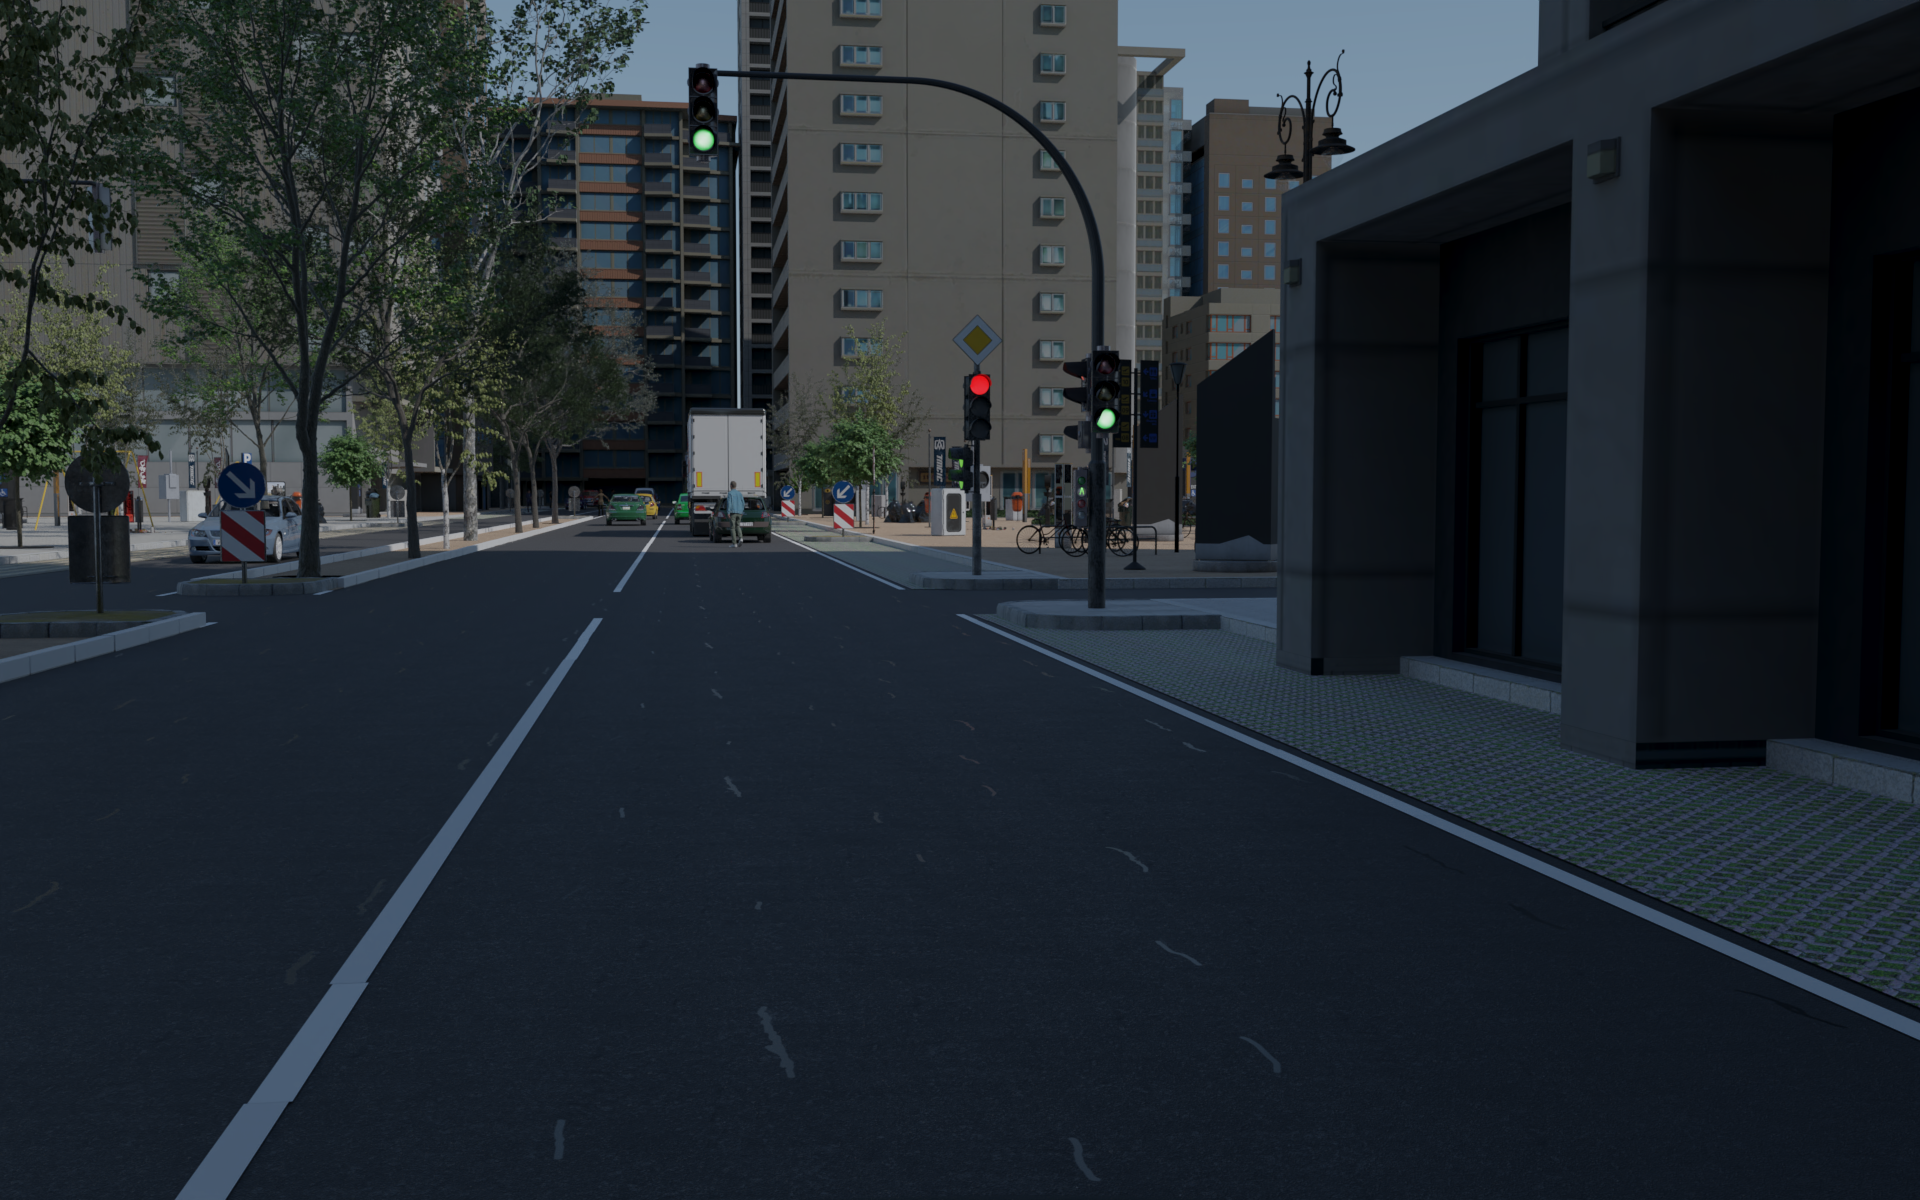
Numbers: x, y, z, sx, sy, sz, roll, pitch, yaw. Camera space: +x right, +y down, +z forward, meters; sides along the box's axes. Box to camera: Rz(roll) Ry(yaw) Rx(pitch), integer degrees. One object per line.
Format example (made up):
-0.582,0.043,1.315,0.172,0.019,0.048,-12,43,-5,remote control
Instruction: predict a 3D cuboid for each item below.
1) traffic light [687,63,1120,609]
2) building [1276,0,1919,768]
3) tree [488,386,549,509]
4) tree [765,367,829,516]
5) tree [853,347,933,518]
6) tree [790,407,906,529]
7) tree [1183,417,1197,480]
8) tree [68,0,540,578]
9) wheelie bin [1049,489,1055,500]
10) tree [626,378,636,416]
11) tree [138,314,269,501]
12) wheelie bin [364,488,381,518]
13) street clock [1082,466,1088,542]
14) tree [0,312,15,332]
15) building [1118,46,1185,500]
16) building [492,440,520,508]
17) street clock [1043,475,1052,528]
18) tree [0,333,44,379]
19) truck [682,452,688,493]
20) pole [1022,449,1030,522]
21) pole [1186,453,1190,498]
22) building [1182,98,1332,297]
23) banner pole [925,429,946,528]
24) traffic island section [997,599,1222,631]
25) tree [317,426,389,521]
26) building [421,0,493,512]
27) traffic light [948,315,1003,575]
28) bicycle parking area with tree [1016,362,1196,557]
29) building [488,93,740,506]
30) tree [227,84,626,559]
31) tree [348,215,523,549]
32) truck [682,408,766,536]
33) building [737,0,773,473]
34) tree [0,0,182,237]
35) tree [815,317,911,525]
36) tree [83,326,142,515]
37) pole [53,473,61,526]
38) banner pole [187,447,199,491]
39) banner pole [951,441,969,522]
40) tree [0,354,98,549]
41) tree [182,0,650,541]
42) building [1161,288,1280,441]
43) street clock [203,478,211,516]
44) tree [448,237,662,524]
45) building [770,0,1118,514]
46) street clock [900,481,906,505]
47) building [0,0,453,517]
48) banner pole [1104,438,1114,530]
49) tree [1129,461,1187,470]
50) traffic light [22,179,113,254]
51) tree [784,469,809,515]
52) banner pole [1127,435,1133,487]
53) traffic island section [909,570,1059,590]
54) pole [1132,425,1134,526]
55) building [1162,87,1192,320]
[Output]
-0.544,-2.707,18.935,4.771,5.953,1.251,-1,4,-9,traffic light
14.317,-34.579,3.622,20.563,71.187,20.611,-1,4,-9,building
-38.941,-14.011,147.209,7.486,12.596,7.792,0,3,0,tree
-9.492,-9.187,100.578,4.360,8.622,3.978,0,3,0,tree
-3.594,-8.335,86.637,4.360,8.622,3.978,0,3,0,tree
-3.801,-4.980,65.134,4.285,4.588,4.351,0,3,0,tree
9.255,-4.630,59.406,4.285,4.588,4.351,0,3,0,tree
-10.927,-6.163,28.979,9.928,11.665,9.643,0,3,0,tree
5.505,-5.569,98.962,0.693,1.594,0.980,-3,5,-43,wheelie bin
-16.195,-7.745,63.496,8.767,10.594,7.601,-1,4,-9,tree
-29.845,-7.268,69.187,4.360,8.622,3.978,0,3,0,tree
-31.518,-5.201,92.950,0.980,1.594,0.693,2,4,33,wheelie bin
3.365,-2.488,45.252,0.471,2.002,0.358,-1,4,-16,street clock
-41.129,-7.320,70.046,4.360,8.622,3.978,0,3,0,tree
-0.117,-27.626,143.564,32.217,40.220,23.993,-1,4,-9,building
-57.746,-51.703,158.012,31.000,86.520,22.319,-1,4,-9,building
3.335,-3.748,65.857,0.358,2.002,0.471,0,4,5,street clock
-45.292,-8.077,82.425,4.360,8.622,3.978,0,3,0,tree
-17.792,-8.018,120.012,2.839,4.237,11.283,-1,4,-9,truck
2.930,-5.171,78.385,0.158,3.312,0.155,0,3,0,pole
11.166,-5.567,84.855,0.158,3.312,0.155,0,3,0,pole
33.476,-33.652,200.325,14.200,45.320,14.600,-1,4,-9,building
-0.938,-4.672,66.398,0.863,3.779,0.401,0,4,2,banner pole
1.549,0.169,19.525,2.009,0.180,2.903,-1,4,-9,traffic island section
-29.002,-6.021,82.150,4.285,4.588,4.351,0,3,0,tree
-43.457,-29.403,130.844,14.600,45.320,14.200,-1,4,-9,building
0.248,-2.347,27.290,0.839,4.253,0.868,-1,4,-9,traffic light
6.289,-2.981,35.734,9.016,4.147,8.231,-1,4,-19,bicycle parking area with tree
-39.064,-32.884,192.278,28.867,44.769,22.147,-1,4,-9,building
-12.082,-6.203,38.284,8.767,10.594,7.601,-1,4,-9,tree
-13.258,-5.607,44.493,4.737,8.622,4.395,0,3,0,tree
-8.489,-4.473,62.048,2.839,4.237,11.283,-1,4,-10,truck
-14.369,-46.289,195.077,20.611,71.187,20.563,-1,4,-9,building
-8.511,-3.780,14.630,4.737,8.622,4.395,0,3,0,tree
-3.949,-7.467,72.453,4.737,8.622,4.395,0,3,0,tree
-35.851,-7.552,73.845,4.360,8.622,3.978,0,3,0,tree
-36.153,-4.614,69.284,0.158,3.312,0.155,0,3,0,pole
-40.610,-6.231,91.890,0.401,3.779,0.863,1,4,22,banner pole
0.007,-5.488,79.753,0.863,3.779,0.401,1,4,13,banner pole
-22.255,-3.506,41.035,4.285,4.588,4.351,0,3,0,tree
-16.263,-11.898,52.877,12.611,20.169,13.585,0,3,0,tree
34.570,-20.037,172.642,28.899,21.520,27.650,-1,4,-9,building
-33.509,-4.435,77.087,0.358,2.002,0.471,-1,4,-11,street clock
-19.328,-10.369,82.366,12.009,13.543,11.850,0,3,0,tree
-1.812,-30.322,119.471,21.300,48.544,21.600,-1,4,-9,building
-3.270,-5.782,99.108,0.358,2.002,0.471,-1,4,-11,street clock
-47.874,-31.780,108.842,28.713,52.752,27.495,-1,4,-9,building
5.188,-4.351,61.156,0.863,3.779,0.401,1,4,22,banner pole
6.495,-3.705,55.176,1.663,3.219,1.824,0,3,0,tree
-14.743,-3.074,24.923,4.771,5.953,1.251,-1,4,-9,traffic light
-9.877,-6.764,105.188,1.663,3.219,1.824,0,3,0,tree
7.221,-5.097,73.351,0.401,3.779,0.863,2,4,30,banner pole
0.289,-0.314,27.410,2.009,0.180,2.903,-1,4,-9,traffic island section
5.186,-3.500,51.072,0.158,3.312,0.155,0,3,0,pole
10.597,-35.579,201.318,30.456,49.044,23.786,-1,4,-9,building
